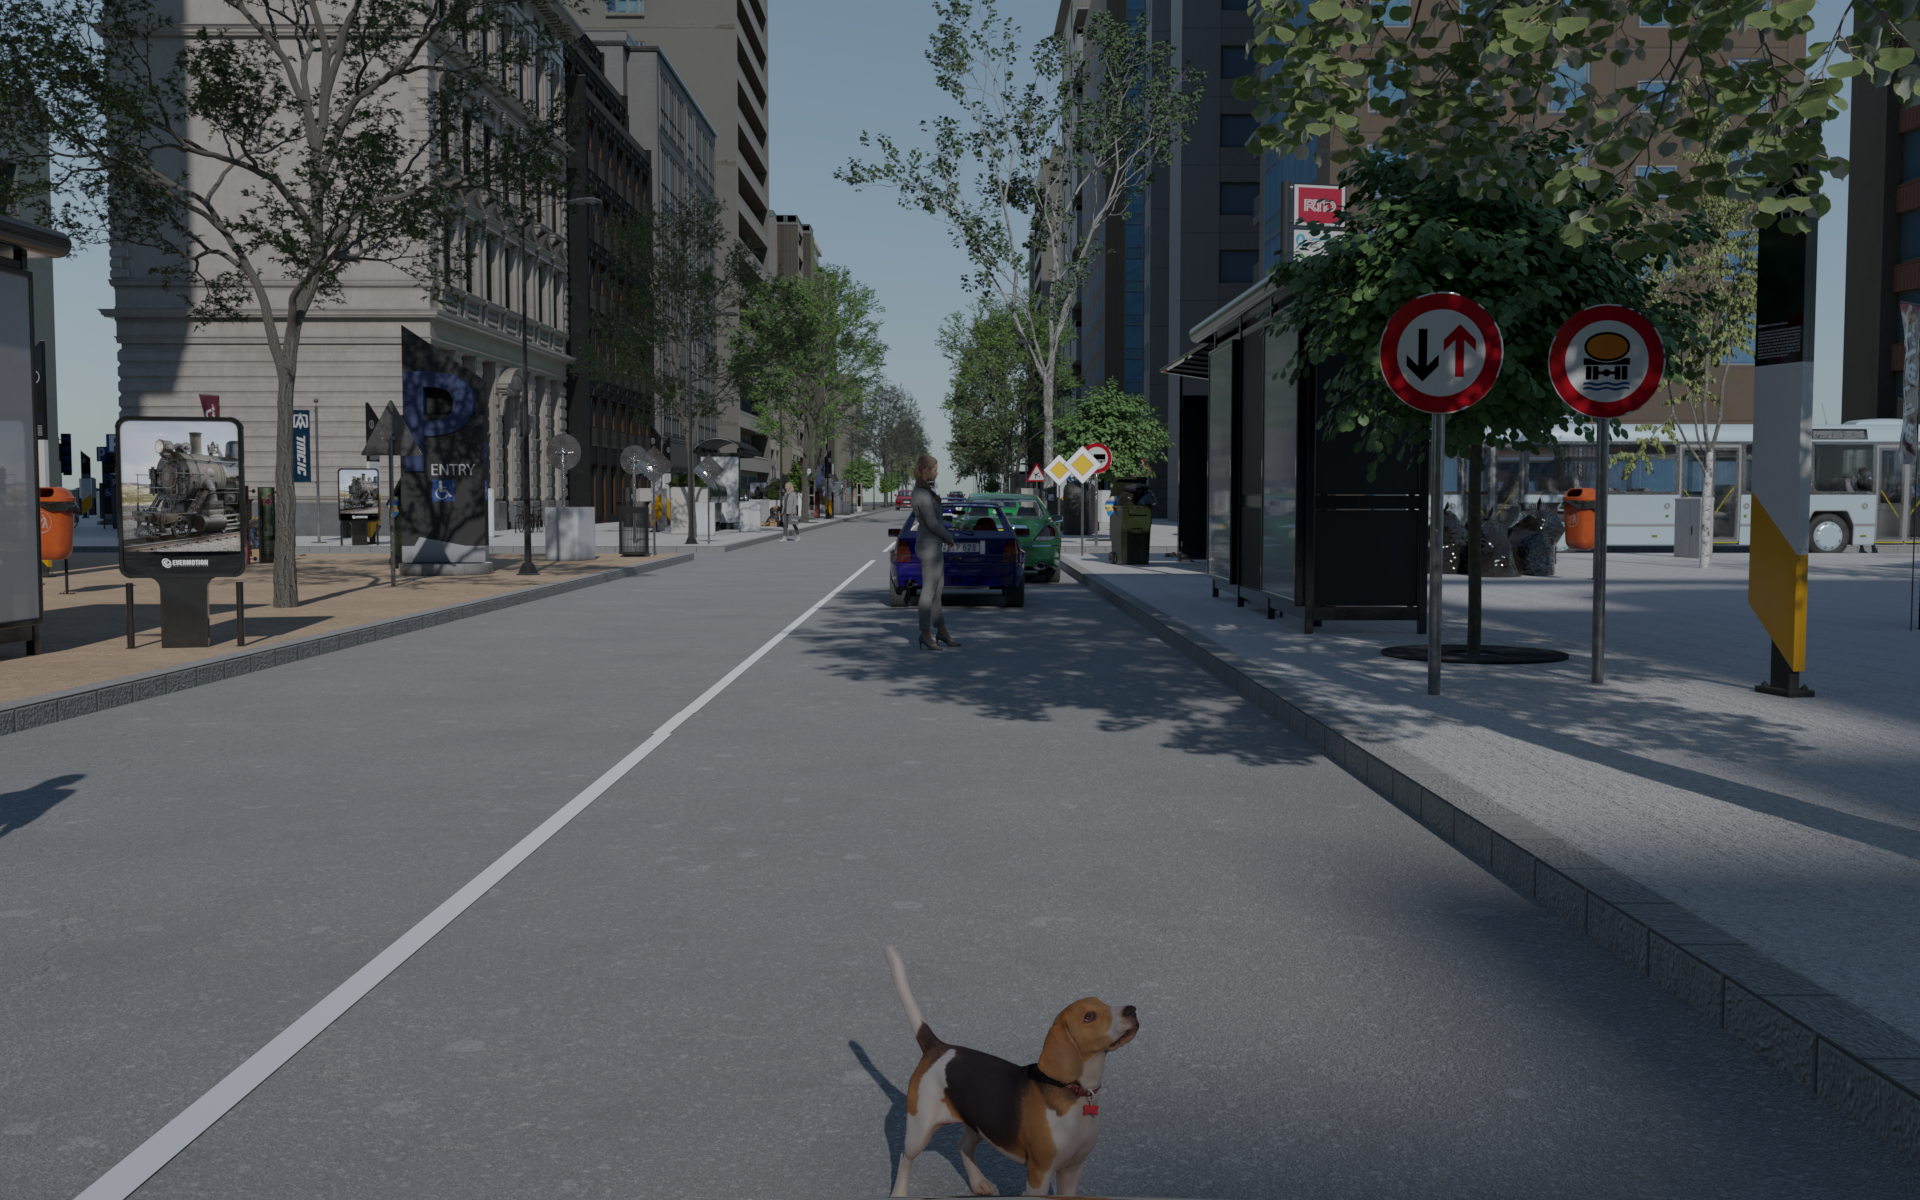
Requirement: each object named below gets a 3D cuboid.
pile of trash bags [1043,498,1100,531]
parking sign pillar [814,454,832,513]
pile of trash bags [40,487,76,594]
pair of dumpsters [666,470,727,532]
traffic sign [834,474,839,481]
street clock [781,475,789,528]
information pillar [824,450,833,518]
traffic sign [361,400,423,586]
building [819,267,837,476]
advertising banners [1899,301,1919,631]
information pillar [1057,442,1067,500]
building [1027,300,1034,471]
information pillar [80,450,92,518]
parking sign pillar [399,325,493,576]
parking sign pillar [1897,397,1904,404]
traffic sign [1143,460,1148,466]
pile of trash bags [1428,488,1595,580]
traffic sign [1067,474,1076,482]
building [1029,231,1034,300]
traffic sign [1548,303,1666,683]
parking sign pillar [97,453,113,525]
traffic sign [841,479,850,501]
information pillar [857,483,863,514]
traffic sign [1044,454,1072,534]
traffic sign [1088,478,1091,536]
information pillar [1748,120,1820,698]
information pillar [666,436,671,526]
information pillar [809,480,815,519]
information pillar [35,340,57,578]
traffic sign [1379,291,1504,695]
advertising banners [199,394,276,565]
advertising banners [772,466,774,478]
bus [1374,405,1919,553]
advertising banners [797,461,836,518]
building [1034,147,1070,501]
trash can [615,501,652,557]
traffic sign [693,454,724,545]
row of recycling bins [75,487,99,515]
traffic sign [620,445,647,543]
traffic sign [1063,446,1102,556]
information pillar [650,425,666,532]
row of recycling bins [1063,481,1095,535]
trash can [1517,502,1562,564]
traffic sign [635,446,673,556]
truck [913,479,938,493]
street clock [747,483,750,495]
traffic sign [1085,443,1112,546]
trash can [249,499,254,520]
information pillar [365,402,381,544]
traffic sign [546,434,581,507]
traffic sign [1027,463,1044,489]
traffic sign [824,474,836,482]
[{"bbox_3d":[4.465,-3.107,60.550,3.447,1.369,1.912,0,4,4],"label":"pile of trash bags"},{"bbox_3d":[-9.040,-7.776,115.604,1.447,3.967,1.447,-1,4,-13],"label":"parking sign pillar"},{"bbox_3d":[-12.877,-0.757,22.128,3.447,1.369,1.912,0,4,8],"label":"pile of trash bags"},{"bbox_3d":[-8.826,-3.398,58.047,1.574,2.255,4.437,0,4,0],"label":"pair of dumpsters"},{"bbox_3d":[-7.898,-6.682,109.260,0.884,2.594,0.081,0,4,5],"label":"traffic sign"},{"bbox_3d":[-6.532,-3.686,64.836,0.358,2.002,0.471,0,4,-7],"label":"street clock"},{"bbox_3d":[-6.966,-6.128,91.549,0.183,3.616,0.504,2,4,35],"label":"information pillar"},{"bbox_3d":[-7.874,-1.467,23.995,0.884,2.594,0.081,0,4,7],"label":"traffic sign"},{"bbox_3d":[-22.943,-27.264,217.470,14.160,30.474,14.107,0,4,0],"label":"building"},{"bbox_3d":[9.281,-1.239,16.453,2.074,3.025,0.090,-3,5,-41],"label":"advertising banners"},{"bbox_3d":[4.510,-5.259,77.340,0.504,3.616,0.183,2,4,29],"label":"information pillar"},{"bbox_3d":[16.901,-29.647,256.434,14.160,30.474,14.107,0,4,0],"label":"building"},{"bbox_3d":[-46.600,-6.177,92.345,0.504,3.616,0.183,-1,4,-19],"label":"information pillar"},{"bbox_3d":[-8.239,-2.397,27.668,1.447,3.967,1.447,0,4,-7],"label":"parking sign pillar"},{"bbox_3d":[26.415,-3.625,47.747,1.447,3.967,1.447,-3,4,-36],"label":"parking sign pillar"},{"bbox_3d":[5.164,-3.079,50.345,0.884,2.594,0.081,0,4,2],"label":"traffic sign"},{"bbox_3d":[8.723,-1.062,27.122,1.912,1.369,3.447,-2,4,-24],"label":"pile of trash bags"},{"bbox_3d":[5.189,-4.788,78.397,0.768,2.556,0.104,0,4,7],"label":"traffic sign"},{"bbox_3d":[17.627,-35.902,270.591,14.154,41.232,14.086,0,4,0],"label":"building"},{"bbox_3d":[4.332,-0.709,11.693,0.768,2.556,0.104,0,4,5],"label":"traffic sign"},{"bbox_3d":[-35.417,-5.142,72.543,1.447,3.967,1.447,0,4,-2],"label":"parking sign pillar"},{"bbox_3d":[-7.581,-6.892,114.809,0.606,2.300,0.079,0,4,8],"label":"traffic sign"},{"bbox_3d":[-6.583,-6.685,113.785,0.304,2.012,0.304,1,4,11],"label":"information pillar"},{"bbox_3d":[2.515,-2.467,43.977,0.795,2.450,0.064,0,4,0],"label":"traffic sign"},{"bbox_3d":[3.992,-3.247,53.190,0.768,2.556,0.104,1,4,9],"label":"traffic sign"},{"bbox_3d":[5.255,-1.204,11.046,0.183,3.616,0.504,-1,4,-11],"label":"information pillar"},{"bbox_3d":[-11.861,-4.815,70.080,0.183,3.616,0.504,2,4,25],"label":"information pillar"},{"bbox_3d":[-7.529,-5.101,87.896,0.304,2.012,0.304,0,4,-6],"label":"information pillar"},{"bbox_3d":[-14.187,-2.153,26.555,0.504,3.616,0.183,1,4,15],"label":"information pillar"},{"bbox_3d":[3.033,-0.667,11.004,0.768,2.556,0.104,0,4,6],"label":"traffic sign"},{"bbox_3d":[-12.980,-2.143,31.225,0.090,3.025,2.074,1,4,15],"label":"advertising banners"},{"bbox_3d":[-11.614,-6.722,106.091,0.090,3.025,2.074,0,4,7],"label":"advertising banners"},{"bbox_3d":[16.261,-2.710,39.174,13.247,3.499,2.948,0,4,-2],"label":"bus"},{"bbox_3d":[-7.673,-5.875,92.249,2.074,3.025,0.090,0,4,-6],"label":"advertising banners"},{"bbox_3d":[21.307,-37.561,237.826,21.300,48.544,21.600,0,4,0],"label":"building"},{"bbox_3d":[-6.657,-1.449,35.347,0.748,1.137,0.748,0,3,0],"label":"trash can"},{"bbox_3d":[-6.379,-2.466,43.969,0.795,2.450,0.064,0,4,0],"label":"traffic sign"},{"bbox_3d":[-53.405,-6.074,106.419,1.069,1.692,3.534,0,4,1],"label":"row of recycling bins"},{"bbox_3d":[-8.480,-2.751,45.092,0.768,2.556,0.104,1,4,9],"label":"traffic sign"},{"bbox_3d":[2.540,-1.979,35.992,0.795,2.450,0.064,0,4,0],"label":"traffic sign"},{"bbox_3d":[-10.238,-4.095,58.300,0.504,3.616,0.183,3,5,43],"label":"information pillar"},{"bbox_3d":[3.852,-2.961,55.528,1.069,1.692,3.534,0,4,7],"label":"row of recycling bins"},{"bbox_3d":[10.139,-1.143,30.342,0.748,1.137,0.748,0,3,0],"label":"trash can"},{"bbox_3d":[-6.354,-1.978,35.984,0.795,2.450,0.064,0,4,0],"label":"traffic sign"},{"bbox_3d":[-4.147,-13.783,215.116,2.967,4.110,18.799,0,3,0],"label":"truck"},{"bbox_3d":[-13.368,-6.502,110.879,0.471,2.002,0.358,-3,5,-40],"label":"street clock"},{"bbox_3d":[3.382,-2.618,42.913,0.768,2.556,0.104,0,4,4],"label":"traffic sign"},{"bbox_3d":[-19.294,-2.126,46.407,0.748,1.137,0.748,0,3,0],"label":"trash can"},{"bbox_3d":[-15.037,-3.243,44.370,0.183,3.616,0.504,1,4,14],"label":"information pillar"},{"bbox_3d":[-8.372,-2.229,36.556,0.768,2.556,0.104,1,4,9],"label":"traffic sign"},{"bbox_3d":[3.234,-4.469,73.069,0.884,2.594,0.081,0,4,2],"label":"traffic sign"},{"bbox_3d":[-8.119,-6.612,108.218,0.768,2.556,0.104,0,4,8],"label":"traffic sign"}]
